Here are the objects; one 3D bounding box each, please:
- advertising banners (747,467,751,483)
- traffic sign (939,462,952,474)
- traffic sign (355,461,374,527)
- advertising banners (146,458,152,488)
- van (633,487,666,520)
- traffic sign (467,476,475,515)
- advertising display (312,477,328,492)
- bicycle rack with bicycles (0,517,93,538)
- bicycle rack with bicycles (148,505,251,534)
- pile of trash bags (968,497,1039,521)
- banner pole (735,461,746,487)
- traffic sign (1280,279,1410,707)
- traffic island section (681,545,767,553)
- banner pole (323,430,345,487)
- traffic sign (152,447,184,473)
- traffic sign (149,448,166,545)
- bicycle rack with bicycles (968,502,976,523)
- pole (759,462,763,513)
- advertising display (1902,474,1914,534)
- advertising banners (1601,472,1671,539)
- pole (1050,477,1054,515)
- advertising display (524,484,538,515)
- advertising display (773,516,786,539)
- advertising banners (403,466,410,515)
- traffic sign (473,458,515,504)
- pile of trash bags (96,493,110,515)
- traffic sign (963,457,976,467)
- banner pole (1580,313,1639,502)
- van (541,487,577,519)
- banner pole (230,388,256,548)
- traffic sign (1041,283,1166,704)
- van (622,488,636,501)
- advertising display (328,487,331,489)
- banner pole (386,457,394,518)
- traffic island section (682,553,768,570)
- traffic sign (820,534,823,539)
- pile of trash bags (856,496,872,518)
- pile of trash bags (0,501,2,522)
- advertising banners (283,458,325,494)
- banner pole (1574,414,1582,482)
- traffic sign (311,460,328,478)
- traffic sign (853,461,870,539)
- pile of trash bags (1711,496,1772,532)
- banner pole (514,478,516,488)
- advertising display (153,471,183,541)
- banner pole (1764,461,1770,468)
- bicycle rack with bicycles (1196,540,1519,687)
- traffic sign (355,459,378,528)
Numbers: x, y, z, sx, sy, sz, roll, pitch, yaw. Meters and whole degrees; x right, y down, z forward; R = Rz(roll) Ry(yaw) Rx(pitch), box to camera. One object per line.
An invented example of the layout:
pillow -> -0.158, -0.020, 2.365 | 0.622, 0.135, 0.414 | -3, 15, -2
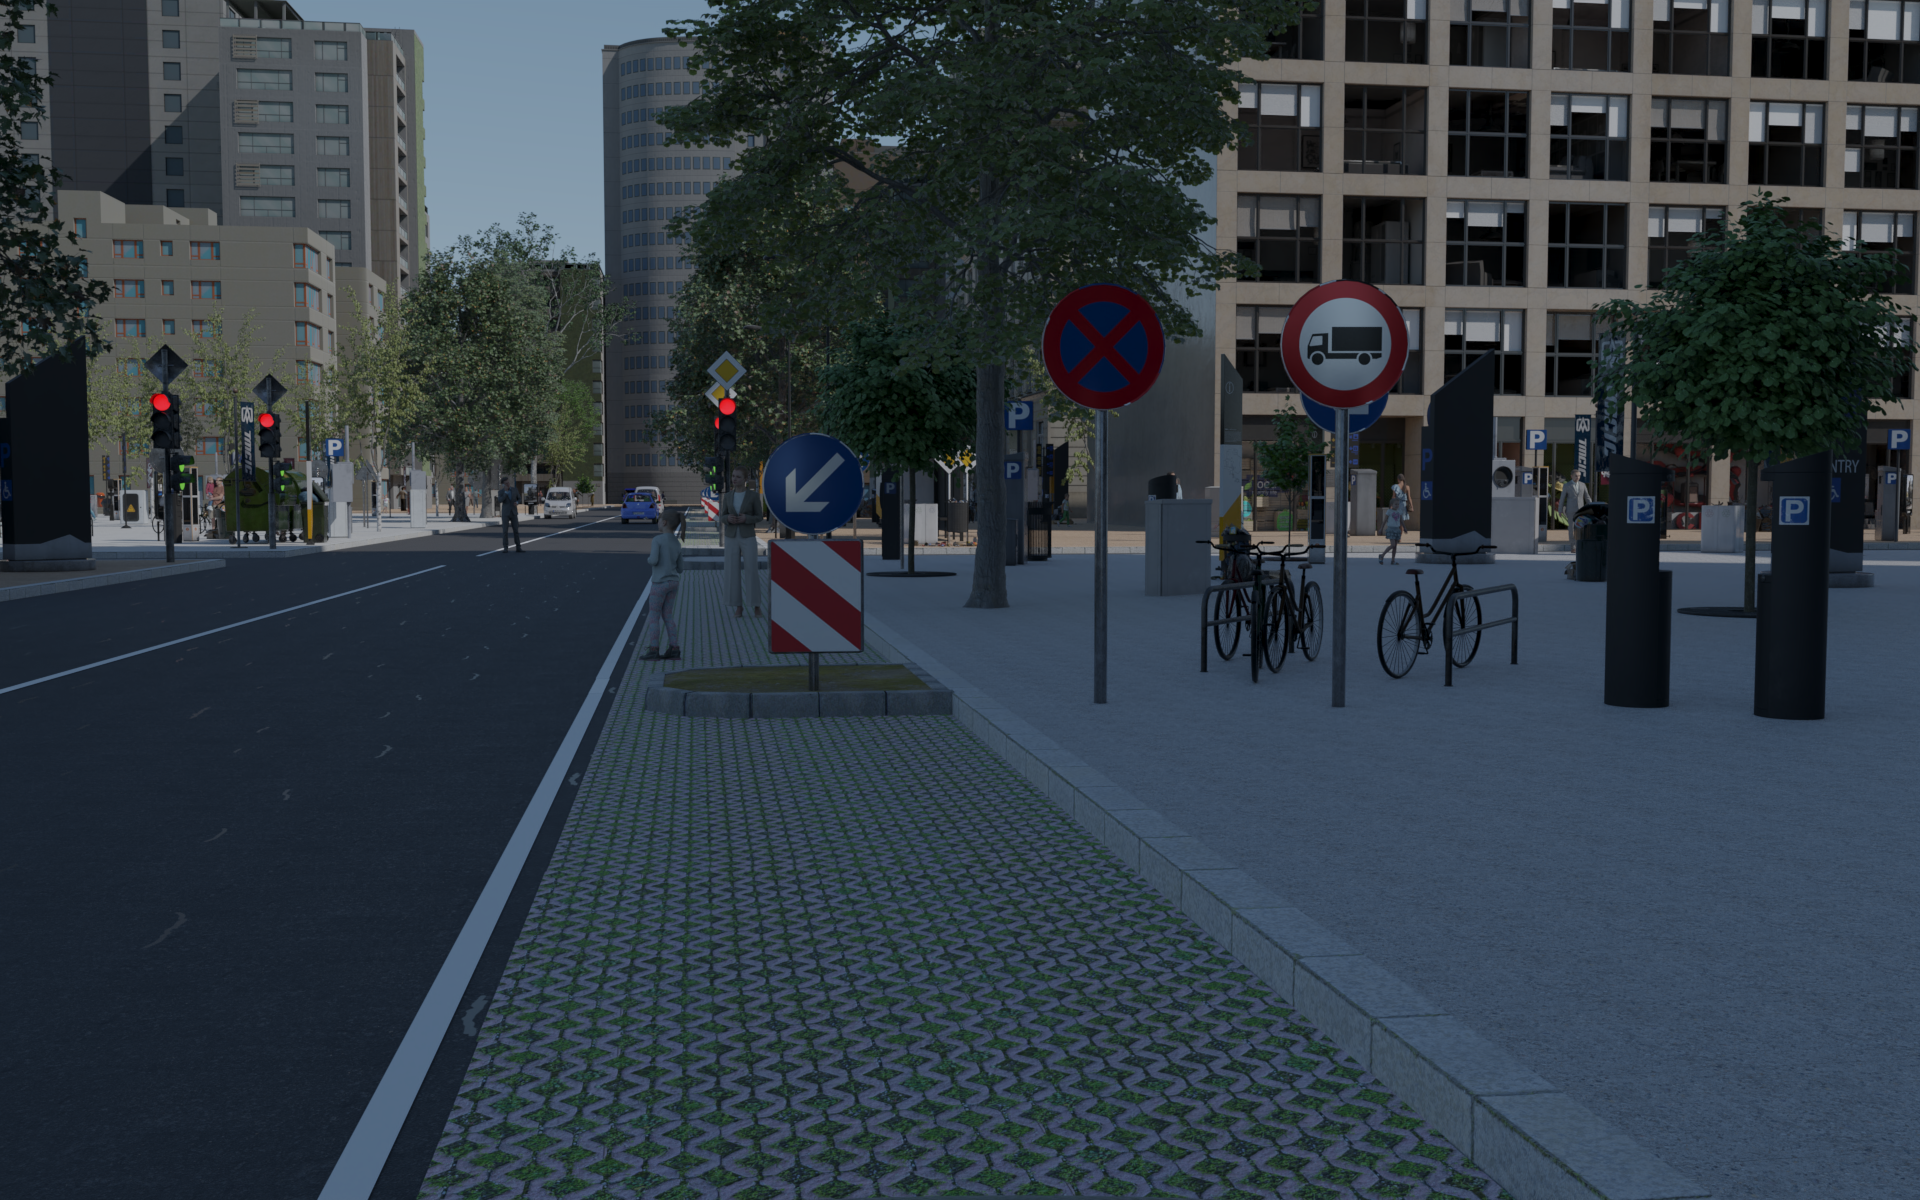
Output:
advertising banners -> -13.476, -7.213, 114.124 | 0.090, 3.025, 2.074 | 2, 4, 32
traffic sign -> -0.265, -2.806, 45.617 | 0.795, 2.593, 0.064 | 0, 4, 0
traffic sign -> -23.025, -4.084, 66.883 | 0.768, 2.556, 0.104 | 0, 4, -5
advertising banners -> -39.813, -5.373, 84.030 | 2.074, 3.025, 0.090 | 2, 4, 25
van -> -17.778, -5.612, 98.769 | 2.013, 2.044, 4.112 | 0, 4, -8
traffic sign -> -30.071, -6.545, 107.112 | 0.768, 2.556, 0.104 | 0, 4, -1
advertising display -> -23.760, -3.555, 63.344 | 0.974, 1.923, 0.123 | -2, 4, -25
bicycle rack with bicycles -> -27.470, -2.341, 51.654 | 2.852, 0.926, 2.925 | 1, 4, 8
bicycle rack with bicycles -> -24.430, -2.626, 56.312 | 2.925, 0.926, 2.852 | 2, 4, 35
pile of trash bags -> 2.031, -4.416, 81.947 | 3.447, 1.369, 1.912 | 0, 4, -8
banner pole -> -12.910, -6.803, 101.253 | 0.863, 3.779, 0.401 | 1, 4, 10
traffic sign -> 2.284, -0.628, 10.371 | 0.768, 2.556, 0.104 | 0, 4, 0
traffic island section -> -5.748, -1.208, 42.026 | 2.009, 0.180, 2.903 | -1, 4, -9
banner pole -> -24.415, -4.768, 67.980 | 0.863, 3.779, 0.401 | -1, 4, -21
traffic sign -> -18.976, -2.533, 41.525 | 0.768, 2.556, 0.104 | 0, 4, -2
traffic sign -> -19.952, -2.653, 43.481 | 0.768, 2.556, 0.104 | 0, 4, -4
bicycle rack with bicycles -> 0.805, -3.818, 75.808 | 2.852, 0.926, 2.925 | 1, 4, 19
pole -> -10.253, -5.825, 89.082 | 0.158, 3.312, 0.155 | 0, 3, 0
advertising display -> 30.362, -3.076, 55.499 | 0.123, 1.923, 0.974 | 3, 5, 39
advertising banners -> 19.203, -3.254, 49.384 | 2.074, 3.025, 0.090 | 0, 4, 5
pole -> 4.157, -5.169, 78.357 | 0.158, 3.312, 0.155 | 0, 3, 0
advertising display -> -26.500, -6.225, 106.994 | 0.974, 1.923, 0.123 | 1, 4, 19
advertising display -> -5.055, -2.733, 49.898 | 0.123, 1.923, 0.974 | -3, 5, -43
advertising banners -> -34.209, -6.804, 107.430 | 0.090, 3.025, 2.074 | -2, 4, -33
traffic sign -> -26.316, -6.355, 97.784 | 2.265, 3.308, 0.079 | 0, 4, -8
pile of trash bags -> -52.675, -6.004, 107.920 | 3.447, 1.369, 1.912 | 2, 4, 28
traffic sign -> 0.200, -2.726, 44.310 | 0.795, 2.593, 0.064 | 0, 4, -5
banner pole -> 8.911, -2.042, 23.405 | 0.401, 3.779, 0.863 | -2, 4, -28
van -> -23.275, -5.732, 100.737 | 2.013, 2.044, 4.112 | -1, 4, -10
banner pole -> -17.048, -3.132, 41.231 | 0.401, 3.779, 0.863 | 1, 4, 19
traffic sign -> 0.862, -0.639, 10.556 | 0.768, 2.556, 0.104 | -1, 4, -8
van -> -35.284, -11.163, 186.894 | 2.240, 2.365, 5.245 | 0, 4, -8
advertising display -> -36.850, -5.934, 102.228 | 0.123, 1.923, 0.974 | 3, 5, 41
banner pole -> -30.901, -6.351, 93.850 | 0.401, 3.779, 0.863 | -1, 4, -21
traffic island section -> -4.543, -0.725, 34.132 | 2.009, 0.180, 2.903 | -1, 4, -9
traffic sign -> -3.705, -2.829, 46.364 | 0.768, 2.556, 0.104 | 0, 4, -5
pile of trash bags -> -5.372, -5.038, 92.121 | 1.912, 1.369, 3.447 | 2, 4, 30
pile of trash bags -> -44.969, -4.209, 78.564 | 3.447, 1.369, 1.912 | -2, 4, -27
advertising banners -> -31.605, -5.356, 83.751 | 2.074, 3.025, 0.090 | -1, 4, -9
banner pole -> 17.327, -3.535, 47.810 | 0.863, 3.779, 0.401 | 0, 4, -4
traffic sign -> -23.838, -3.926, 64.292 | 0.768, 2.556, 0.104 | 0, 4, -4
traffic sign -> -2.658, -2.669, 43.749 | 0.768, 2.556, 0.104 | 0, 4, 0
pile of trash bags -> 27.115, -3.014, 59.028 | 3.447, 1.369, 1.912 | -2, 4, -30
banner pole -> -27.472, -7.063, 105.497 | 0.401, 3.779, 0.863 | 2, 4, 26
advertising display -> -21.655, -2.582, 47.429 | 0.123, 1.923, 0.974 | 1, 4, 17
banner pole -> 15.304, -2.571, 32.046 | 0.863, 3.779, 0.401 | 1, 4, 16
bicycle rack with bicycles -> 2.771, 0.043, 12.675 | 2.852, 0.926, 2.925 | 2, 4, 33
traffic sign -> -22.131, -3.954, 64.650 | 0.884, 2.594, 0.081 | 0, 4, -3
